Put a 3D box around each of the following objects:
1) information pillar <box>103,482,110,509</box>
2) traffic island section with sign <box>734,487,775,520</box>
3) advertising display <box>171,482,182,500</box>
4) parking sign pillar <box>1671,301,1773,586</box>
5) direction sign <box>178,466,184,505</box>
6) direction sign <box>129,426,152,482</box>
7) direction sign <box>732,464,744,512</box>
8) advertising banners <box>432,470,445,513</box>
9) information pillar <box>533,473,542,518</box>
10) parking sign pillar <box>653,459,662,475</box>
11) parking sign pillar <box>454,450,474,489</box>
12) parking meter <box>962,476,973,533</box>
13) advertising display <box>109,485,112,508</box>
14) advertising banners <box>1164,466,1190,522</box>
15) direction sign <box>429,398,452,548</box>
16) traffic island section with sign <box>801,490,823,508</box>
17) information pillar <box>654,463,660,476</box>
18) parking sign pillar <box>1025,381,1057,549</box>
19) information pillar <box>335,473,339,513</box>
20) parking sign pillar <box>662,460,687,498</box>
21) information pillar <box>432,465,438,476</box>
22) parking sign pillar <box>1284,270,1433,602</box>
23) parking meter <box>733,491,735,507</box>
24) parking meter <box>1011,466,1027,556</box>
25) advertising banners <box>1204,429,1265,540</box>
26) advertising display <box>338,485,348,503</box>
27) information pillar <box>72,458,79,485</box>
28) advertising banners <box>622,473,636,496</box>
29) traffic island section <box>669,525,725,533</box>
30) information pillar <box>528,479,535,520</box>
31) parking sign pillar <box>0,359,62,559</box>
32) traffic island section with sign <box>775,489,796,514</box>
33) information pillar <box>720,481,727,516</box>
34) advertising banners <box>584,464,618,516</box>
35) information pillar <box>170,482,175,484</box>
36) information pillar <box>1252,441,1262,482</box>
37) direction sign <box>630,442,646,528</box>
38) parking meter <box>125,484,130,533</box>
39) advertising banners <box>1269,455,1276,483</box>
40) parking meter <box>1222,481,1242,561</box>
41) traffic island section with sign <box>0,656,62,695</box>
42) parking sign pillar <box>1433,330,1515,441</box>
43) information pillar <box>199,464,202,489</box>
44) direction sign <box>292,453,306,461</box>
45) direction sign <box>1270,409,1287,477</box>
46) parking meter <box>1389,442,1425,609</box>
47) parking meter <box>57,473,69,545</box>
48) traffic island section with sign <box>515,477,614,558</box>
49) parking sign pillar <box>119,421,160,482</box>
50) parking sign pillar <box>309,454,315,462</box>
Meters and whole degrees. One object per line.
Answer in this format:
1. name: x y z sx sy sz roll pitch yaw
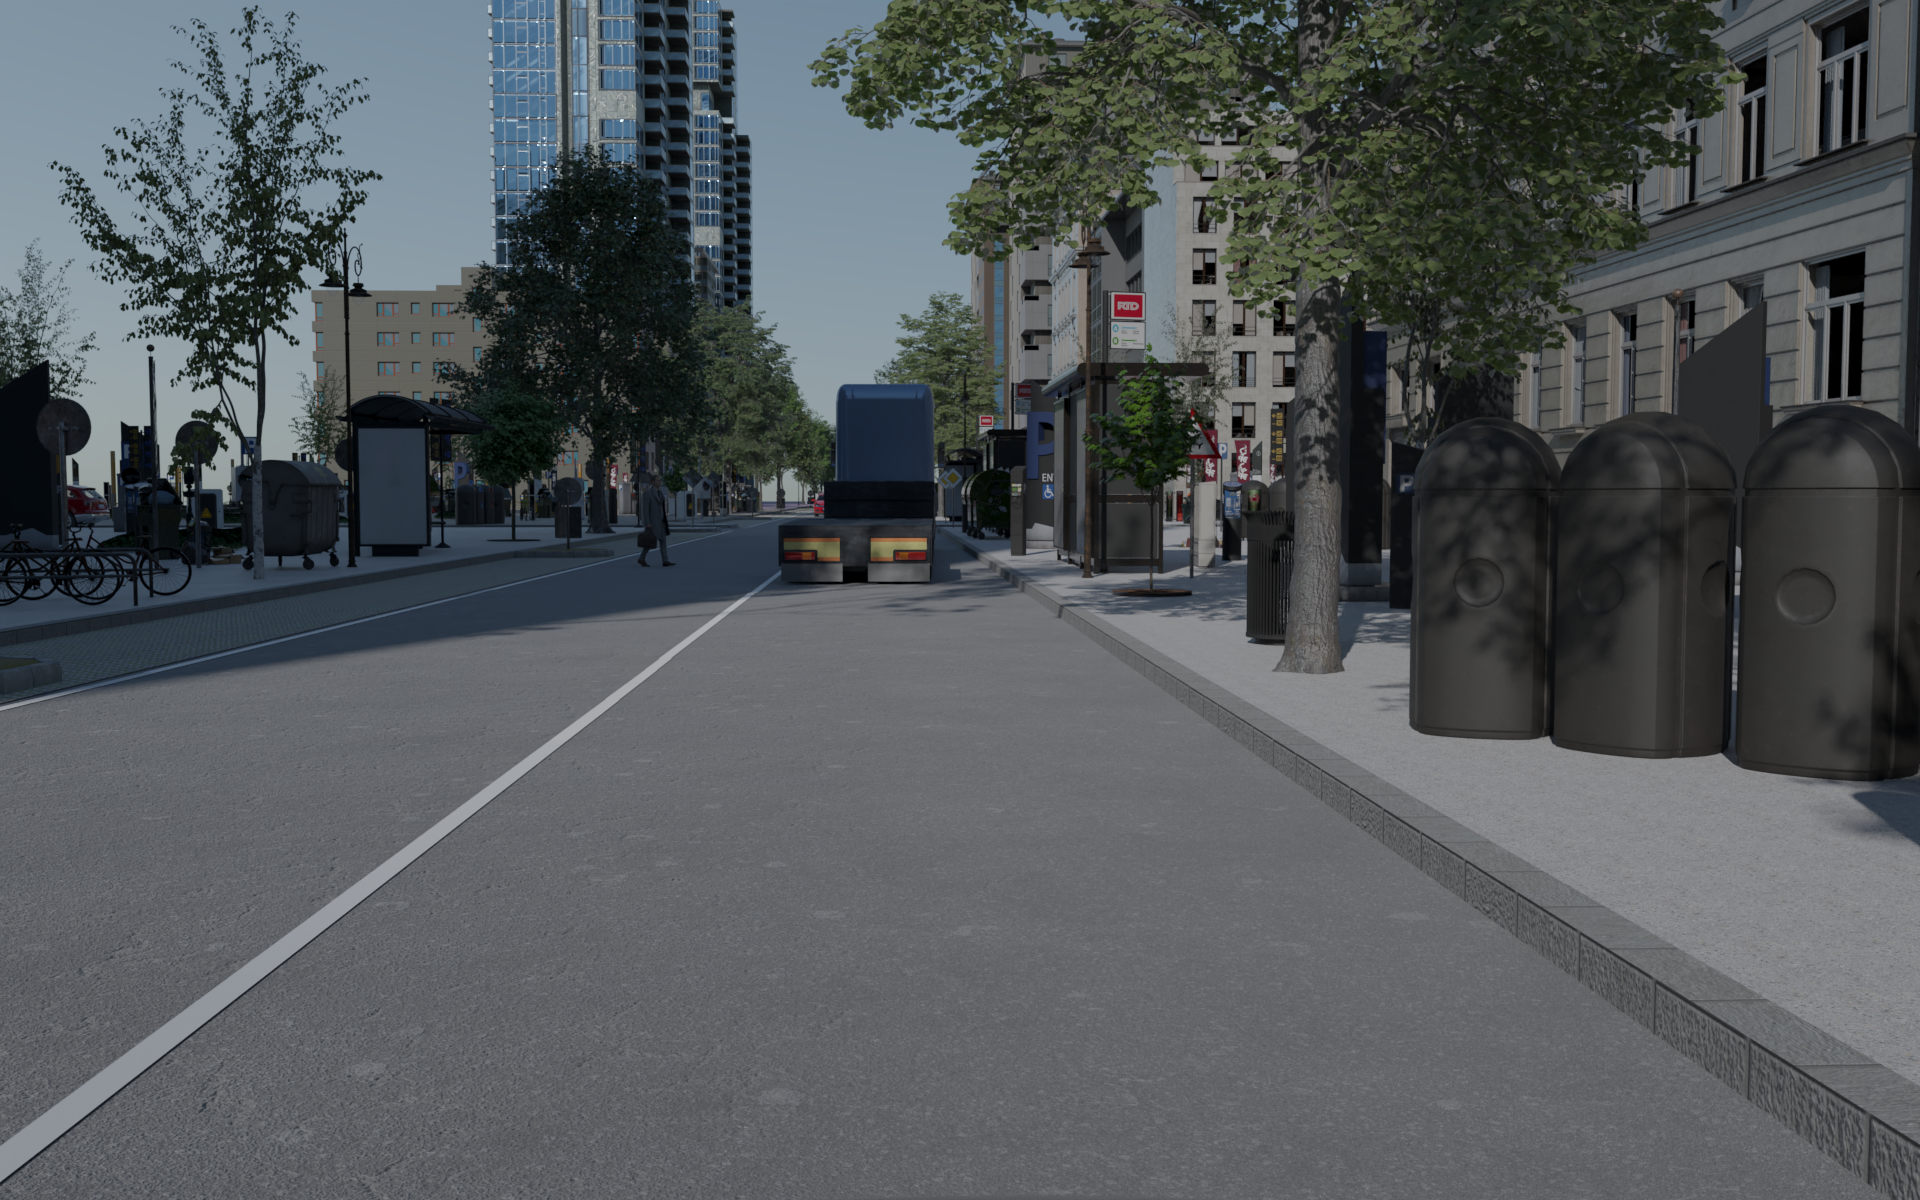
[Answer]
1. information pillar: -51.377 -6.104 104.294 0.304 2.012 0.304 -1 4 -20
2. traffic island section with sign: -11.481 -5.353 96.150 1.989 1.847 2.006 0 4 -3
3. advertising display: -43.785 -5.600 96.774 0.974 1.923 0.123 3 4 39
4. parking sign pillar: 10.914 -2.225 24.851 1.447 3.967 1.447 -3 5 -40
5. direction sign: -63.137 -9.095 140.705 0.876 3.537 0.379 -1 4 -20
6. direction sign: -27.067 -3.997 57.356 0.876 3.537 0.379 0 4 7
7. direction sign: -15.635 -7.946 121.912 0.876 3.537 0.379 1 4 9
8. advertising banners: -37.924 -8.029 127.462 2.074 3.025 0.090 1 4 17
9. information pillar: -23.053 -6.306 94.452 0.504 3.616 0.183 -2 4 -31
10. parking sign pillar: -23.082 -8.831 132.865 1.447 3.967 1.447 1 4 11
11. parking sign pillar: -30.293 -7.176 105.802 1.447 3.967 1.447 2 4 33
12. parking meter: 0.274 -3.143 57.105 0.399 1.863 0.255 -1 4 -12
13. advertising display: -59.482 -7.114 121.519 0.123 1.923 0.974 -1 4 -11
14. advertising banners: 10.186 -5.151 80.404 2.074 3.025 0.090 -3 5 -44
15. direction sign: -12.326 -3.007 41.165 0.379 3.537 0.876 1 4 14
16. traffic island section with sign: -14.877 -10.081 173.446 1.989 1.847 2.006 0 4 -3
17. information pillar: -22.871 -8.524 130.726 0.504 3.616 0.183 2 4 32
18. parking sign pillar: 2.196 -3.205 40.878 1.447 3.967 1.447 2 4 32
19. information pillar: -21.562 -3.363 59.482 0.304 2.012 0.304 1 4 18
20. parking sign pillar: -19.909 -8.176 122.151 1.447 3.967 1.447 1 4 11
21. information pillar: -42.578 -9.122 140.500 0.504 3.616 0.183 -2 4 -33
22. parking sign pillar: 4.800 -2.002 21.208 1.447 3.967 1.447 0 4 -3
23. parking meter: -19.461 -8.552 148.237 0.372 1.533 0.369 0 3 0
24. parking meter: 1.215 -1.848 35.933 0.255 1.863 0.399 1 4 17
25. advertising banners: 7.293 -3.066 46.318 0.090 3.025 2.074 -3 5 -44
26. advertising display: -43.629 -7.158 122.248 0.123 1.923 0.974 3 4 36
27. information pillar: -56.923 -7.348 111.493 0.183 3.616 0.504 1 4 19
28. advertising banners: -26.518 -8.845 140.809 2.074 3.025 0.090 1 4 17
29. traffic island section: -10.120 -2.644 65.505 2.009 0.180 2.903 0 4 -3
30. information pillar: -21.148 -4.958 85.549 0.304 2.012 0.304 -1 4 -16
31. parking sign pillar: -18.891 -2.830 34.742 1.447 3.967 1.447 -1 4 -13
32. traffic island section with sign: -12.667 -7.000 123.079 1.989 1.847 2.006 0 4 -3
33. information pillar: -13.621 -5.820 99.645 0.304 2.012 0.304 -3 5 -45
34. advertising banners: -21.224 -6.496 102.392 2.074 3.025 0.090 0 4 2
35. information pillar: -49.794 -6.428 109.593 0.304 2.012 0.304 -1 4 -16
36. information pillar: 13.105 -5.198 76.343 0.504 3.616 0.183 3 5 44
37. direction sign: -12.257 -4.524 65.959 0.876 3.537 0.379 3 4 39
38. parking meter: -20.792 -2.152 43.593 0.372 1.533 0.369 0 3 0
39. advertising banners: 9.830 -3.635 55.622 2.074 3.025 0.090 1 4 17
40. parking meter: 5.247 -1.528 33.397 0.372 1.533 0.369 0 3 0
41. traffic island section with sign: -7.803 -0.244 12.623 1.989 1.847 2.006 0 4 -3
42. parking sign pillar: 8.260 -2.422 28.067 1.447 3.967 1.447 -1 4 -9
43. information pillar: -48.374 -7.270 110.221 0.183 3.616 0.504 0 4 7
44. direction sign: -36.133 -6.288 94.800 0.379 3.537 0.876 2 4 34
45. direction sign: 8.654 -3.296 45.886 0.876 3.537 0.379 0 4 4
46. parking meter: 5.033 -0.835 19.368 0.399 1.863 0.255 2 4 30
47. parking meter: -22.755 -2.326 43.738 0.399 1.863 0.255 -2 4 -30
48. traffic island section with sign: -8.978 -1.891 39.553 1.989 1.847 2.006 0 4 -3
49. parking sign pillar: -30.214 -4.609 63.832 1.447 3.967 1.447 -1 4 -10
50. parking sign pillar: -43.091 -7.788 115.809 1.447 3.967 1.447 0 4 -6
